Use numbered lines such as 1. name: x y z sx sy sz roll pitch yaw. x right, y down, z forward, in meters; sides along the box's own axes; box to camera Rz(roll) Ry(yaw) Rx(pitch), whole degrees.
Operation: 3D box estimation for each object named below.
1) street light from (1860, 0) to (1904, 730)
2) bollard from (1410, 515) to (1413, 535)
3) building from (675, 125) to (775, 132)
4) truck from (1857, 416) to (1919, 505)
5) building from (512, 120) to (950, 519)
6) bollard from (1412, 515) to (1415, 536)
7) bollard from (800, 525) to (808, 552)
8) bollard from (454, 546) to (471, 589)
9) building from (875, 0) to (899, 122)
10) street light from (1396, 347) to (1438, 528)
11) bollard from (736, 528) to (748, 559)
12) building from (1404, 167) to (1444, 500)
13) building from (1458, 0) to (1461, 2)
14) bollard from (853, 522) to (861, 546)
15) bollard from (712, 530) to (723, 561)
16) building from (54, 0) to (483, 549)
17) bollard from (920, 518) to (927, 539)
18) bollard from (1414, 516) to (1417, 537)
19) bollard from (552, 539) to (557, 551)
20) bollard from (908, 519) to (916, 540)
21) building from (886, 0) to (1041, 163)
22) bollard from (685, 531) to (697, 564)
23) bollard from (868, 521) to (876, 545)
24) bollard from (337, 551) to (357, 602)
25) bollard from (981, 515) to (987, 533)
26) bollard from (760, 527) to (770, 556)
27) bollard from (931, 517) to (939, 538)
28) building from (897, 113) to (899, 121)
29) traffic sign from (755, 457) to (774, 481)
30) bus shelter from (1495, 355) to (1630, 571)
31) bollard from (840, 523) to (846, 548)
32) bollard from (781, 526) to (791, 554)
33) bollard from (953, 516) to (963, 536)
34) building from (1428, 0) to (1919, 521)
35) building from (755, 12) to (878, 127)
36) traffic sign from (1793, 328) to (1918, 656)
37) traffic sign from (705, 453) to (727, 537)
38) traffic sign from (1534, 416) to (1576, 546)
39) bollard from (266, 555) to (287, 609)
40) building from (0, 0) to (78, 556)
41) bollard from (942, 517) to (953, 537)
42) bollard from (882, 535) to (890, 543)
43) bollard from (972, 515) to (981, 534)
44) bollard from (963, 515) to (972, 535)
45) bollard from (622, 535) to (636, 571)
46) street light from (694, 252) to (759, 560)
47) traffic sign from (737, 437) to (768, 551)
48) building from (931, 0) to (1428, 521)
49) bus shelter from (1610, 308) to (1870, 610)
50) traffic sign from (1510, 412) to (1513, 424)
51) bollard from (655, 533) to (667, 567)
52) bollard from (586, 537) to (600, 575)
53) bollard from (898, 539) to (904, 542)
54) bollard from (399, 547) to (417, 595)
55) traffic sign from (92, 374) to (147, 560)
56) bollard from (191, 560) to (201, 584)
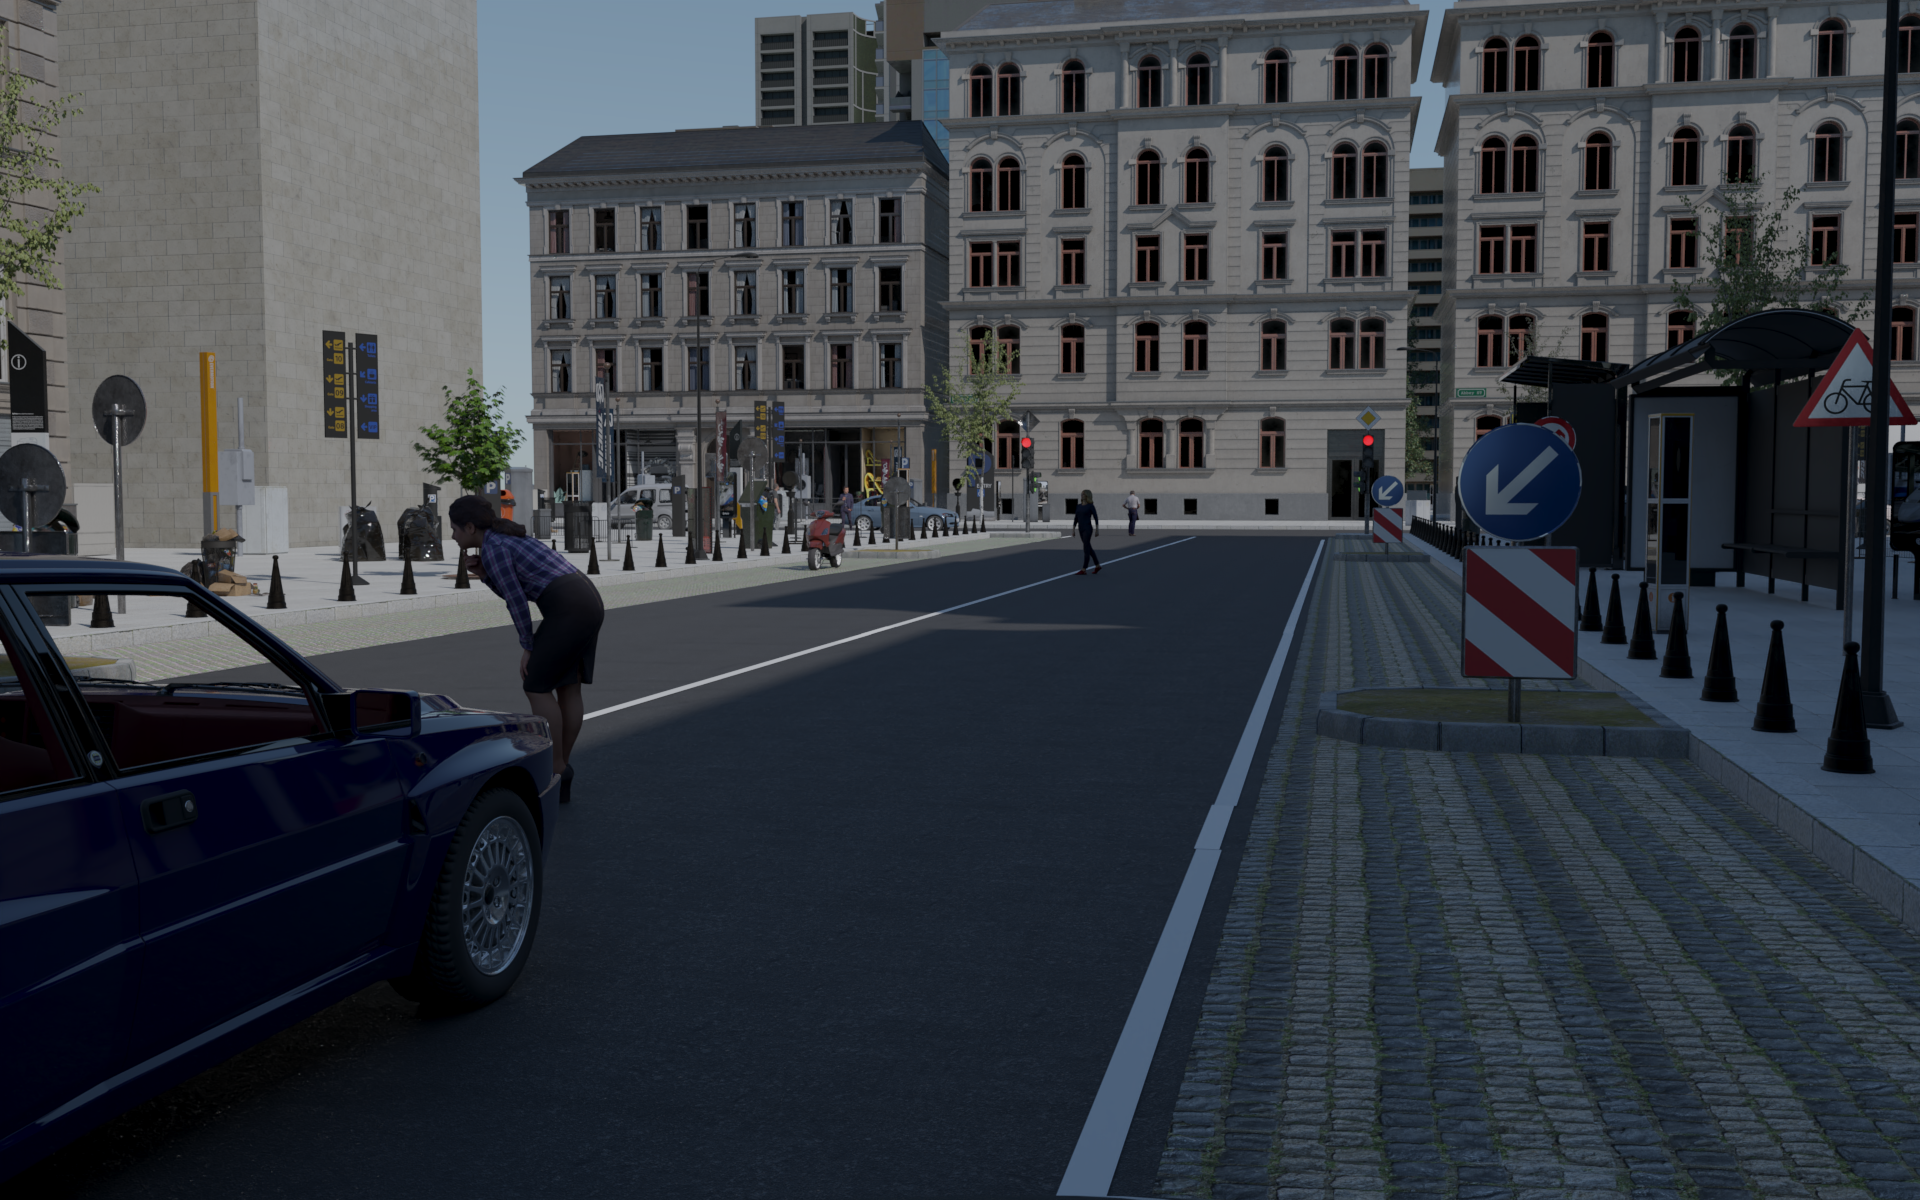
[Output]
1. street light: 4.519 -2.263 9.545 1.470 5.913 1.316 1 4 12
2. bollard: 14.050 -2.278 53.285 0.229 0.601 0.229 0 3 0
3. building: -28.694 -34.107 207.759 14.200 45.320 14.600 1 4 12
4. truck: 34.679 -4.551 63.327 11.283 4.237 2.839 1 4 13
5. building: -20.345 -14.927 94.974 40.483 20.767 10.553 1 4 12
6. bollard: 13.752 -2.194 51.908 0.229 0.601 0.229 0 3 0
7. bollard: -3.443 -1.378 38.572 0.229 0.601 0.229 0 3 0
8. bollard: -6.749 -0.455 23.480 0.229 0.601 0.229 0 3 0
9. building: 5.179 -40.066 197.078 28.212 58.520 21.231 1 4 12
10. street light: 14.454 -5.023 54.672 1.470 5.913 1.316 1 4 12
11. bollard: -4.340 -1.127 34.470 0.229 0.601 0.229 0 3 0
12. building: 58.570 -38.037 245.607 21.600 48.544 21.300 1 4 12
13. building: 79.115 -49.041 240.079 20.611 71.187 20.563 1 4 12
14. bollard: -2.539 -1.629 42.680 0.229 0.601 0.229 0 3 0
15. bollard: -4.637 -1.044 33.103 0.229 0.601 0.229 0 3 0
16. building: -23.145 -11.733 46.582 16.860 20.320 10.420 1 4 12
17. bollard: -1.037 -2.048 49.527 0.229 0.601 0.229 0 3 0
18. bollard: 13.450 -2.110 50.537 0.229 0.601 0.229 0 3 0
19. bollard: -6.147 -0.623 26.228 0.229 0.601 0.229 0 3 0
20. bollard: -1.336 -1.964 48.161 0.229 0.601 0.229 0 3 0
21. building: 2.399 -30.786 153.455 14.600 45.320 14.200 1 4 12
22. bollard: -4.939 -0.960 31.733 0.229 0.601 0.229 0 3 0
23. bollard: -2.239 -1.713 44.052 0.229 0.601 0.229 0 3 0
24. bollard: -7.351 -0.288 20.748 0.229 0.601 0.229 0 3 0
25. bollard: 0.770 -2.550 57.741 0.229 0.601 0.229 0 3 0
26. bollard: -4.039 -1.211 35.838 0.229 0.601 0.229 0 3 0
27. bollard: -0.732 -2.133 50.909 0.229 0.601 0.229 0 3 0
28. building: -1.512 -29.486 173.979 32.217 40.220 23.993 1 4 12
29. traffic sign: -5.469 -2.830 48.398 0.606 2.300 0.079 1 4 19
30. bus shelter: 11.084 -2.503 32.207 1.731 3.624 6.357 1 4 12
31. bollard: -2.839 -1.545 41.303 0.229 0.601 0.229 0 3 0
32. bollard: -3.736 -1.294 37.204 0.229 0.601 0.229 0 3 0
33. bollard: -0.133 -2.300 53.642 0.229 0.601 0.229 0 3 0
34. building: 35.234 -18.154 84.203 23.554 28.519 14.401 1 4 12
35. building: -18.291 -50.343 261.359 20.611 71.187 20.563 1 4 12
36. traffic sign: 7.027 -0.834 13.648 0.884 2.594 0.081 1 4 18
37. traffic sign: -6.101 -2.517 43.281 0.606 2.300 0.079 1 4 19
38. traffic sign: 9.702 -1.736 28.484 0.768 2.556 0.104 1 4 13
39. bollard: -7.652 -0.204 19.376 0.229 0.601 0.229 0 3 0
40. building: -25.369 -13.774 22.475 12.463 27.353 25.104 1 4 12
41. bollard: -0.432 -2.216 52.275 0.229 0.601 0.229 0 3 0
42. bollard: -1.938 -1.797 45.418 0.229 0.601 0.229 0 3 0
43. bollard: 0.466 -2.467 56.375 0.229 0.601 0.229 0 3 0
44. bollard: 0.169 -2.383 55.008 0.229 0.601 0.229 0 3 0
45. bollard: -5.545 -0.791 28.969 0.229 0.601 0.229 0 3 0
46. street light: -4.537 -3.727 33.475 1.470 5.913 1.316 1 4 12
47. traffic sign: -4.654 -2.364 38.761 0.768 2.556 0.104 1 4 21
48. building: 11.550 -18.470 89.380 23.554 28.519 14.401 1 4 12
49. bus shelter: 9.554 -1.690 21.559 2.014 3.302 5.546 1 4 12
50. traffic sign: 14.781 -3.000 42.916 2.265 3.308 0.079 1 4 14
51. bollard: -5.244 -0.876 30.356 0.229 0.601 0.229 0 3 0
52. bollard: -5.845 -0.707 27.603 0.229 0.601 0.229 0 3 0
53. bollard: -1.630 -1.881 46.792 0.229 0.601 0.229 0 3 0
54. bollard: -7.048 -0.371 22.113 0.229 0.601 0.229 0 3 0
55. traffic sign: -8.978 -1.123 18.475 0.768 2.556 0.104 1 4 22
56. bollard: -7.948 -0.120 18.009 0.229 0.601 0.229 0 3 0
